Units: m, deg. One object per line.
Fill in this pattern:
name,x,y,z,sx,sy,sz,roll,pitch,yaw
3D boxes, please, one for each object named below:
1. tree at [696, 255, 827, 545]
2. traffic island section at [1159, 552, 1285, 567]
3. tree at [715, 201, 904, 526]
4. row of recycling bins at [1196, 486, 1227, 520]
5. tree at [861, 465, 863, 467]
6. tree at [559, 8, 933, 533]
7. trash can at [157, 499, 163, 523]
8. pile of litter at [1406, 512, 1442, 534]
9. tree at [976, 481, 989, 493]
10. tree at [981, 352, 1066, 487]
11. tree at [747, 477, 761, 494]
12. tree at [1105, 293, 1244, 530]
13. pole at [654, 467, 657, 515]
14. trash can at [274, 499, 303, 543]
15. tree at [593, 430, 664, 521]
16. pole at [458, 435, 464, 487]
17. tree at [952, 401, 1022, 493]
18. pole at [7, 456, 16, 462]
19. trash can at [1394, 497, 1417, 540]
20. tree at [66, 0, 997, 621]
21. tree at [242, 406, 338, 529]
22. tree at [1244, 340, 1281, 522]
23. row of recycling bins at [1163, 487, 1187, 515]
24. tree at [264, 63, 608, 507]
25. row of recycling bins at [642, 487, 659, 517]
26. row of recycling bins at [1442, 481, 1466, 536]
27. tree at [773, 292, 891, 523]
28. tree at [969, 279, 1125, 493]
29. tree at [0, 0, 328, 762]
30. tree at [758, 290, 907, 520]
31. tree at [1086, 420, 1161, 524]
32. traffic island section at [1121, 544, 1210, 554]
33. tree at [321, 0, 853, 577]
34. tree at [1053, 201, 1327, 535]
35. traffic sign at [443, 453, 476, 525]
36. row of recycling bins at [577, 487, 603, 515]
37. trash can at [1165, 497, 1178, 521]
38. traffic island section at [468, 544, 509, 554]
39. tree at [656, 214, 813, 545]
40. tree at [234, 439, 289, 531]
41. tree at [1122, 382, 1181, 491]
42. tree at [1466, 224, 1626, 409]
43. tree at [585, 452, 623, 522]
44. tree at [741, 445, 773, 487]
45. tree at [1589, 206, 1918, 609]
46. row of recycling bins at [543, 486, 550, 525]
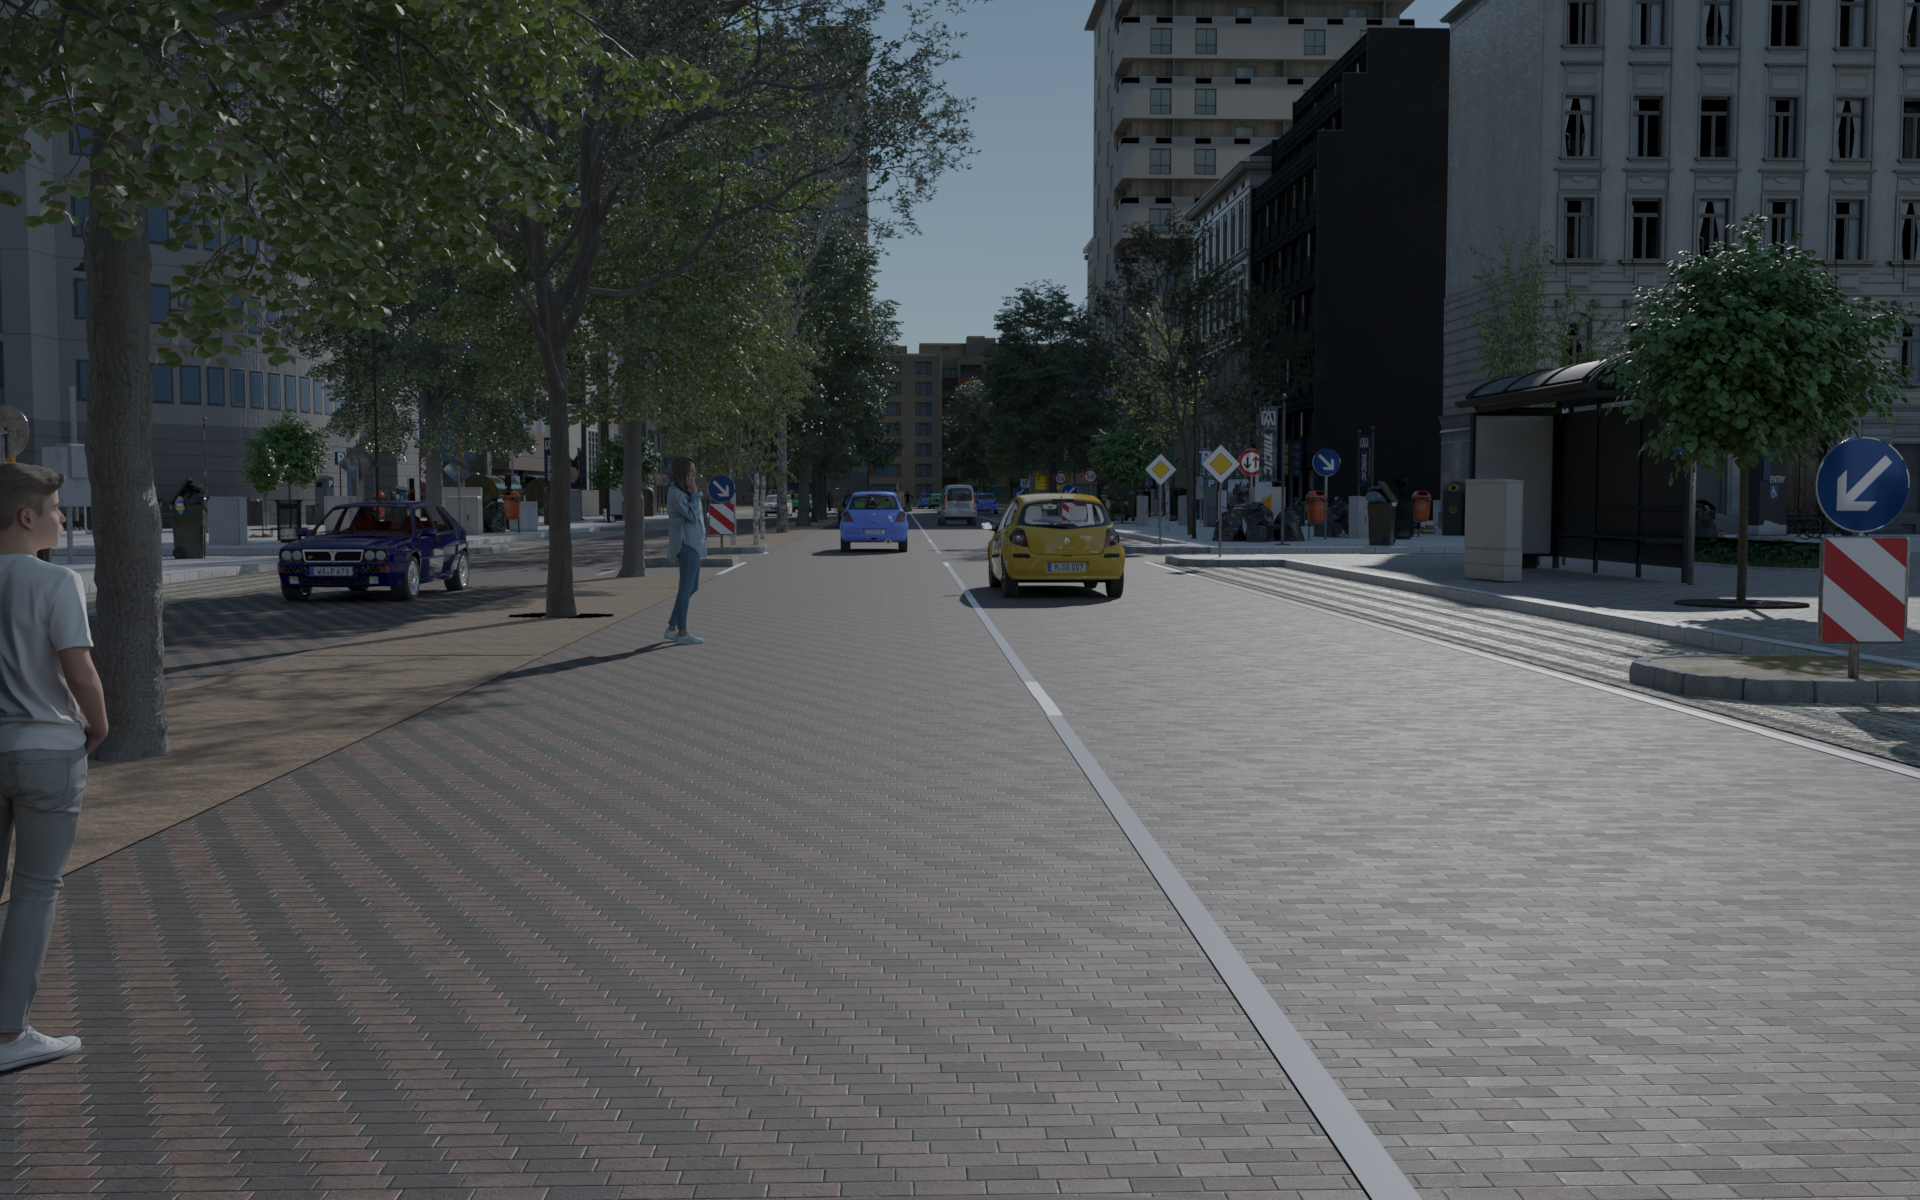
tree,-5.774,-5.870,48.797,4.360,8.622,3.978,0,3,0
traffic island section,5.290,-0.786,35.135,2.009,0.180,2.903,0,4,-2
tree,-6.932,-10.210,76.042,9.857,13.997,8.962,0,3,0
row of recycling bins,13.131,-4.923,87.602,1.069,1.692,3.534,3,4,38
tree,-8.380,-11.278,104.972,7.486,12.596,7.792,0,3,0
tree,-7.777,-12.566,63.799,12.611,20.169,13.585,0,3,0
trash can,-25.250,-2.594,54.073,0.748,1.137,0.748,0,3,0
pile of litter,14.791,-2.553,55.701,1.719,0.858,1.176,0,4,4
tree,2.513,-12.231,194.582,1.663,3.219,1.824,0,3,0
tree,5.198,-13.277,135.198,7.486,12.596,7.792,0,3,0
tree,-20.075,-10.798,171.153,1.663,3.219,1.824,0,3,0
tree,7.346,-6.812,61.733,4.360,8.622,3.978,0,3,0
pole,-18.595,-6.840,105.676,0.158,3.312,0.155,0,3,0
trash can,-17.636,-2.072,45.536,0.748,1.137,0.748,0,3,0
tree,-15.903,-6.072,82.995,4.285,4.588,4.351,0,3,0
pole,-17.278,-4.051,60.071,0.158,3.312,0.155,0,3,0
tree,3.063,-13.746,159.155,8.767,10.594,7.601,2,4,34
pole,-24.831,-3.150,45.353,0.158,3.312,0.155,0,3,0
trash can,12.504,-2.280,48.924,0.748,1.137,0.748,0,3,0
tree,-4.579,-6.524,19.488,12.009,13.543,11.850,0,3,0
tree,-25.020,-4.961,64.832,4.285,4.588,4.351,0,3,0
tree,12.784,-7.842,78.583,4.360,8.622,3.978,0,3,0
row of recycling bins,13.102,-6.015,105.464,1.069,1.692,3.534,1,4,21
tree,-15.286,-8.795,50.460,9.857,13.997,8.962,0,3,0
row of recycling bins,-20.306,-6.477,113.015,1.069,1.692,3.534,0,4,-3
row of recycling bins,16.120,-2.780,52.560,1.069,1.692,3.534,-2,4,-33
tree,-7.204,-9.684,86.547,9.928,11.665,9.643,0,3,0
tree,5.560,-11.963,102.253,9.857,13.997,8.962,0,3,0
tree,-4.655,-5.437,9.475,7.486,12.596,7.792,0,3,0
tree,-7.776,-10.819,96.351,9.611,12.733,9.660,0,3,0
tree,7.132,-5.599,75.257,4.285,4.588,4.351,0,3,0
traffic island section,5.000,-1.274,43.115,2.009,0.180,2.903,0,4,-2
tree,-5.760,-6.689,29.944,7.486,12.596,7.792,0,3,0
tree,7.312,-7.356,54.675,8.767,10.594,7.601,0,4,-4
traffic sign,-12.257,-2.372,42.432,0.795,2.450,0.064,0,4,-2
row of recycling bins,-23.519,-6.026,105.633,3.534,1.692,1.069,0,4,-1
trash can,10.057,-4.302,81.995,0.748,1.137,0.748,0,3,0
traffic island section,-12.280,-1.236,42.493,2.009,0.180,2.903,0,4,-2
tree,-5.791,-5.586,44.153,4.737,8.622,4.395,0,3,0
tree,-24.501,-4.078,61.274,1.663,3.219,1.824,0,3,0
tree,12.163,-9.869,111.722,4.737,8.622,4.395,0,3,0
tree,15.612,-5.921,47.173,4.737,8.622,4.395,0,3,0
tree,-16.197,-5.187,79.416,1.663,3.219,1.824,0,3,0
tree,-19.963,-14.877,177.645,8.767,10.594,7.601,3,4,38
tree,8.974,-2.216,19.952,4.285,4.588,4.351,0,3,0
row of recycling bins,-16.836,-3.990,72.345,1.069,1.692,3.534,-1,4,-16
